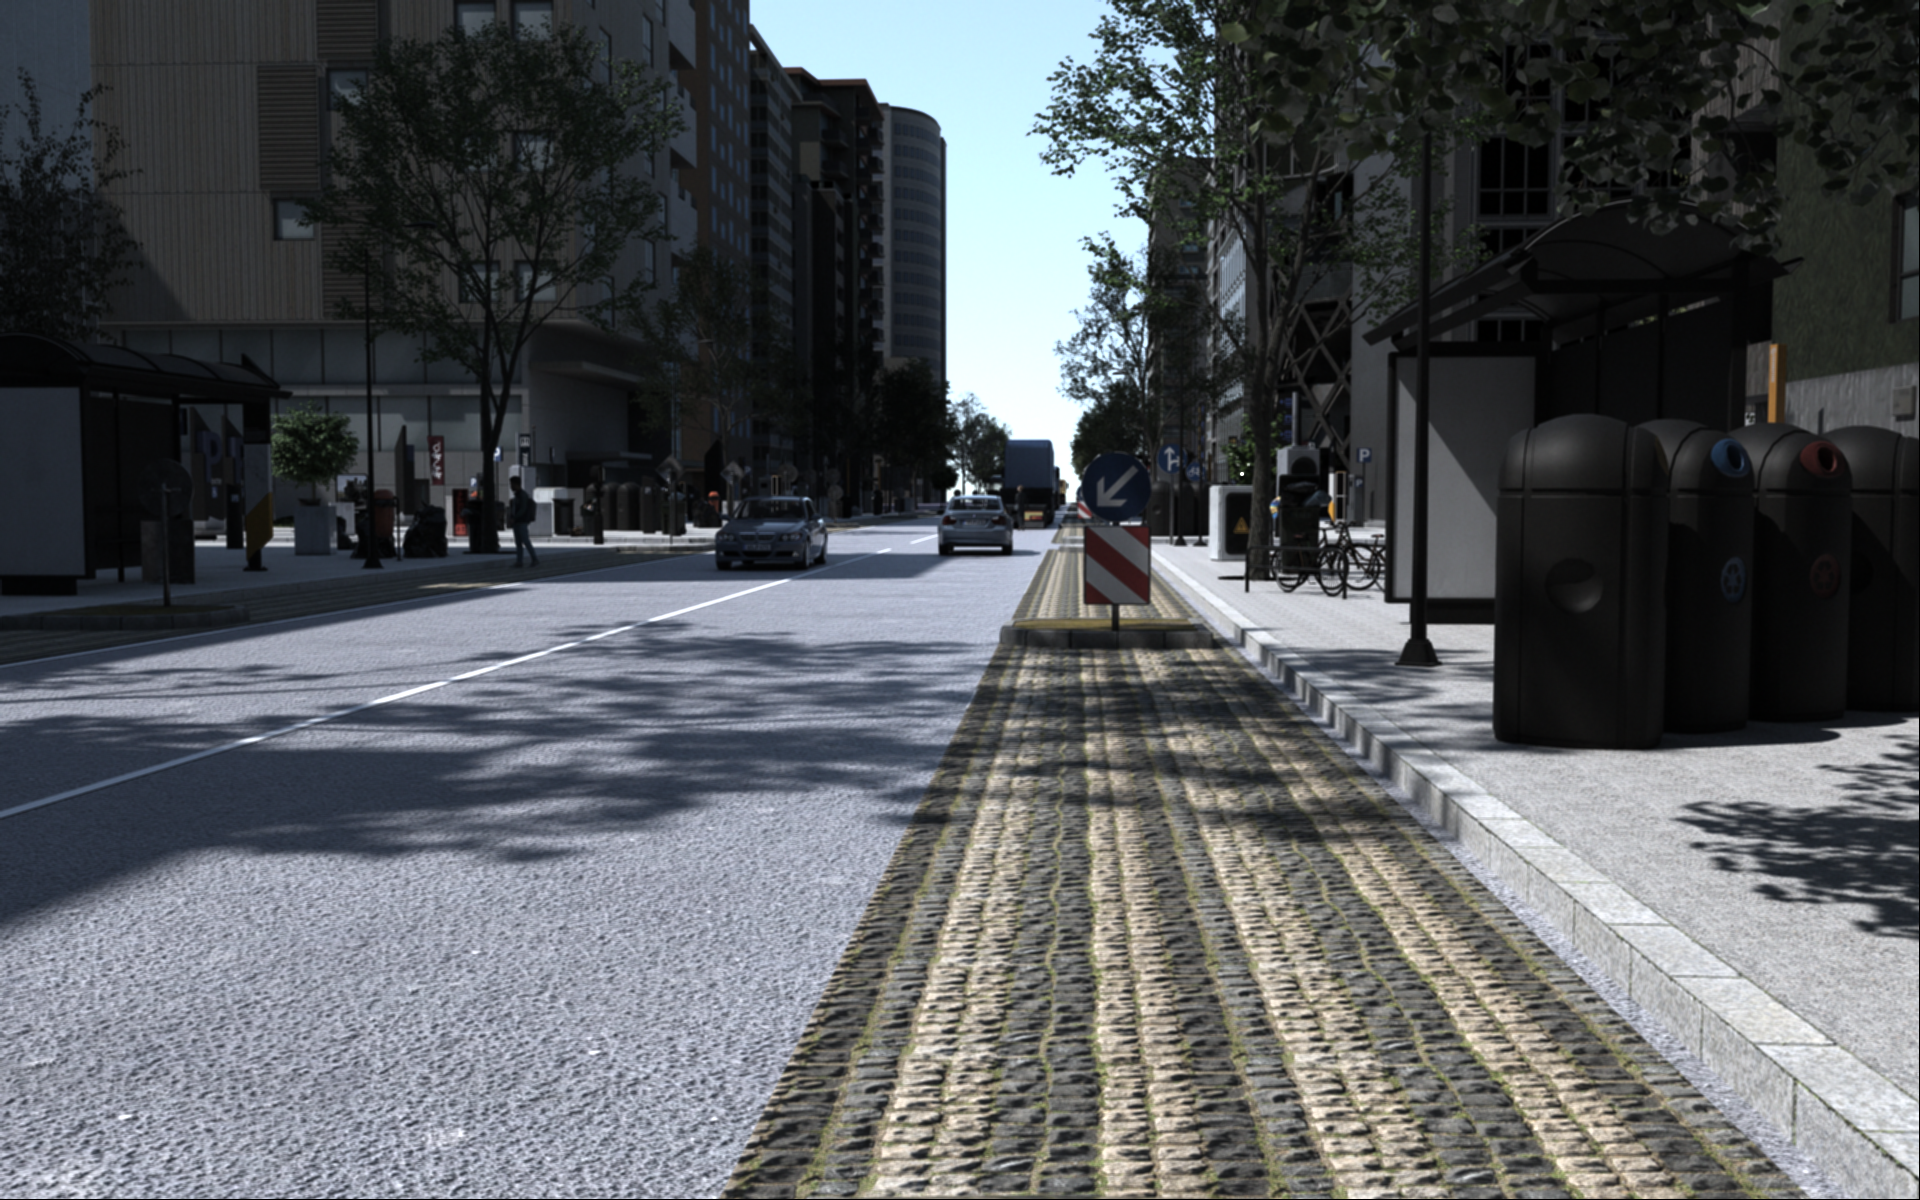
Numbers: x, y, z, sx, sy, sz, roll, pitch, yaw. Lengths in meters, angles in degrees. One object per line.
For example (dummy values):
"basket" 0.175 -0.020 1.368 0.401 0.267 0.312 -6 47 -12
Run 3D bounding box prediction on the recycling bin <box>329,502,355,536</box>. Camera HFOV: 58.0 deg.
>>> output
"recycling bin" -18.882 -2.468 52.906 0.722 1.027 0.722 -1 4 -20

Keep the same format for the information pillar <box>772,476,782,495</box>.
"information pillar" -7.380 -4.005 69.971 0.304 2.012 0.304 3 5 41

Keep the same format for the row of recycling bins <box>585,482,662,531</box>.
"row of recycling bins" -11.819 -3.282 60.774 3.534 1.692 1.069 2 4 35

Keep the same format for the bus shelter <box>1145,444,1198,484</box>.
"bus shelter" 8.865 -4.835 72.977 2.014 3.302 5.546 0 4 4

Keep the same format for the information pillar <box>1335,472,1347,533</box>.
"information pillar" 12.507 -3.199 56.802 0.304 2.012 0.304 2 4 28

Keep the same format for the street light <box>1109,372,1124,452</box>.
"street light" 6.457 -5.709 65.888 1.470 5.913 1.316 0 4 4

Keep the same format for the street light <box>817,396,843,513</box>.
"street light" -6.216 -6.698 82.055 1.470 5.913 1.316 0 4 4

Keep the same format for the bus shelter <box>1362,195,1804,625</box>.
"bus shelter" 4.830 -1.259 14.501 2.014 3.302 5.546 0 4 4

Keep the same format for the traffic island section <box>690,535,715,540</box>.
"traffic island section" -6.804 -1.808 51.844 2.009 0.180 2.903 0 4 4

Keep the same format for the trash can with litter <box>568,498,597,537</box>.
"trash can with litter" -11.304 -2.481 51.952 1.055 1.170 0.624 2 4 25

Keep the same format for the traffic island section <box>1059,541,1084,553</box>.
"traffic island section" 3.481 -1.277 43.152 2.009 0.180 2.903 0 4 4

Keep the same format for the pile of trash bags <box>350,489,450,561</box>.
"pile of trash bags" -11.282 -1.524 34.671 1.912 1.369 3.447 -1 4 -10

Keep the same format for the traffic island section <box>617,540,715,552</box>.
"traffic island section" -7.336 -1.321 43.876 2.009 0.180 2.903 0 4 4

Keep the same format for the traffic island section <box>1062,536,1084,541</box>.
"traffic island section" 4.013 -1.764 51.119 2.009 0.180 2.903 0 4 4

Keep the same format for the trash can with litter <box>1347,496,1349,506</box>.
"trash can with litter" 20.019 -4.772 89.403 0.624 1.170 1.055 2 4 28

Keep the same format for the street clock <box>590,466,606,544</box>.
"street clock" -9.220 -2.421 44.151 0.358 2.002 0.471 1 4 15

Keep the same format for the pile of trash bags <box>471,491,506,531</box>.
"pile of trash bags" -16.677 -3.063 59.829 1.912 1.369 3.447 -1 4 -17

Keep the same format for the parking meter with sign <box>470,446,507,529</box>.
"parking meter with sign" -17.420 -4.073 62.859 0.543 3.016 1.738 2 4 32

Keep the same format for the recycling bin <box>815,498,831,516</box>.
"recycling bin" -7.883 -5.331 99.718 0.722 1.027 0.722 -2 4 -28

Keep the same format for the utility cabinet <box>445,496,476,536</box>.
"utility cabinet" -15.138 -2.532 52.566 1.020 1.237 0.306 2 4 32

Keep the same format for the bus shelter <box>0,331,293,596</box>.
"bus shelter" -11.568 -1.860 24.339 2.014 3.302 5.546 0 4 4

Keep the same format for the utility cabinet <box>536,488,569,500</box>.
"utility cabinet" -13.872 -3.045 58.472 1.173 1.500 0.318 1 4 21

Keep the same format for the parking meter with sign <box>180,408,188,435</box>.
"parking meter with sign" -16.305 -2.341 34.530 0.543 3.016 1.738 2 4 28

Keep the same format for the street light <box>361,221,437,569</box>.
"street light" -9.603 -3.496 29.693 1.470 5.913 1.316 0 4 4

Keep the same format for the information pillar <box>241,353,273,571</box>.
"information pillar" -11.675 -2.288 28.760 0.504 3.616 0.183 1 4 16

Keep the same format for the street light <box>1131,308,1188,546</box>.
"street light" 4.916 -4.293 42.728 1.470 5.913 1.316 0 4 4

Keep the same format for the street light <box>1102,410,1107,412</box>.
"street light" 8.472 -7.543 95.872 1.470 5.913 1.316 0 4 4

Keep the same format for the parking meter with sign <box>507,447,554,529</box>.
"parking meter with sign" -15.939 -4.151 64.135 1.738 3.016 0.543 0 4 -7

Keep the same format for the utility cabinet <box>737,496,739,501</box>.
"utility cabinet" -12.205 -5.291 97.665 0.306 1.237 1.020 1 4 22

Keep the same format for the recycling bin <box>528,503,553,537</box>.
"recycling bin" -12.535 -2.392 51.669 0.722 1.027 0.722 -1 4 -12

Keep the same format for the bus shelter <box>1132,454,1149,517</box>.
"bus shelter" 10.120 -6.714 101.061 1.731 3.624 6.357 0 4 4

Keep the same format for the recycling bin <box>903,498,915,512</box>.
"recycling bin" -3.699 -6.860 124.711 0.722 1.027 0.722 1 4 22

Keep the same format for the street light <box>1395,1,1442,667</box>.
"street light" 2.903 -2.467 12.876 1.470 5.913 1.316 0 4 4

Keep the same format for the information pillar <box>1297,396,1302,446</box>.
"information pillar" 7.997 -3.065 41.470 0.183 3.616 0.504 -2 4 -24

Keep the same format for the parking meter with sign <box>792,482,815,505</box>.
"parking meter with sign" -10.115 -7.055 111.603 1.738 3.016 0.543 2 4 26

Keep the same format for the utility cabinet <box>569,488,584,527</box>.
"utility cabinet" -14.963 -3.509 66.043 1.173 1.500 0.318 -2 4 -28

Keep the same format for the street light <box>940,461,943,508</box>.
"street light" -1.154 -11.348 158.087 1.470 5.913 1.316 0 4 4

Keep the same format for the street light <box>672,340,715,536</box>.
"street light" -8.092 -4.883 52.376 1.470 5.913 1.316 0 4 4

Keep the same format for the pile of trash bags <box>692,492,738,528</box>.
"pile of trash bags" -9.413 -3.502 67.010 1.912 1.369 3.447 -1 4 -14

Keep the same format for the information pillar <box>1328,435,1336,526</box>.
"information pillar" 14.928 -4.776 69.440 0.183 3.616 0.504 -1 4 -13

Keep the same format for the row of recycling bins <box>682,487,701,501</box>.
"row of recycling bins" -17.273 -5.896 103.513 3.534 1.692 1.069 0 4 -5

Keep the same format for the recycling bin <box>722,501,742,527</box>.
"recycling bin" -8.355 -3.171 64.407 0.722 1.027 0.722 2 4 25

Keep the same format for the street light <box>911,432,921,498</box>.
"street light" -3.082 -9.533 128.412 1.470 5.913 1.316 0 4 4

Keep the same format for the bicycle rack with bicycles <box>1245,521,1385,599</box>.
"bicycle rack with bicycles" 4.991 -0.559 22.528 2.852 0.926 2.925 -2 4 -31

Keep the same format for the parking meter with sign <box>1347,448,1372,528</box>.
"parking meter with sign" 15.240 -4.294 66.474 0.543 3.016 1.738 0 4 -4

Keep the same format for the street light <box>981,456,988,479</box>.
"street light" 2.401 -14.587 211.043 1.470 5.913 1.316 0 4 4

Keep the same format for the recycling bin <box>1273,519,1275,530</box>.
"recycling bin" 11.193 -2.954 60.856 0.722 1.027 0.722 -1 4 -18

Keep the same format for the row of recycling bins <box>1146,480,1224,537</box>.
"row of recycling bins" 7.064 -2.843 53.592 1.069 1.692 3.534 3 5 44

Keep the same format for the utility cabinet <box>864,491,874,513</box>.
"utility cabinet" -6.068 -6.544 115.667 0.318 1.500 1.173 -2 4 -32

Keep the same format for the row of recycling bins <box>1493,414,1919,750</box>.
"row of recycling bins" 4.306 -0.165 9.805 3.534 1.692 1.069 -2 4 -34

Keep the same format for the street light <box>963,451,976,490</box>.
"street light" 0.863 -13.185 188.115 1.470 5.913 1.316 0 4 4

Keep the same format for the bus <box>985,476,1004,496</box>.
"bus" 4.010 -10.506 166.630 2.948 3.499 13.247 0 4 3

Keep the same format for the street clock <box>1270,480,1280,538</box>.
"street clock" 9.387 -2.839 50.991 0.471 2.002 0.358 2 4 27

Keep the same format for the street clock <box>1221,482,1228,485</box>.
"street clock" 15.595 -5.972 102.216 0.358 2.002 0.471 -3 5 -40

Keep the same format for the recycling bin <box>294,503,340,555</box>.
"recycling bin" -13.609 -1.470 36.585 0.722 1.027 0.722 0 4 -7

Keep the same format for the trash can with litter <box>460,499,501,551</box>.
"trash can with litter" -10.746 -1.682 38.885 0.624 1.170 1.055 0 4 6

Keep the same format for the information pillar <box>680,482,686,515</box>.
"information pillar" -17.197 -6.301 107.515 0.304 2.012 0.304 0 4 8

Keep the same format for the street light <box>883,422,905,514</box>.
"street light" -4.259 -8.513 111.728 1.470 5.913 1.316 0 4 4
